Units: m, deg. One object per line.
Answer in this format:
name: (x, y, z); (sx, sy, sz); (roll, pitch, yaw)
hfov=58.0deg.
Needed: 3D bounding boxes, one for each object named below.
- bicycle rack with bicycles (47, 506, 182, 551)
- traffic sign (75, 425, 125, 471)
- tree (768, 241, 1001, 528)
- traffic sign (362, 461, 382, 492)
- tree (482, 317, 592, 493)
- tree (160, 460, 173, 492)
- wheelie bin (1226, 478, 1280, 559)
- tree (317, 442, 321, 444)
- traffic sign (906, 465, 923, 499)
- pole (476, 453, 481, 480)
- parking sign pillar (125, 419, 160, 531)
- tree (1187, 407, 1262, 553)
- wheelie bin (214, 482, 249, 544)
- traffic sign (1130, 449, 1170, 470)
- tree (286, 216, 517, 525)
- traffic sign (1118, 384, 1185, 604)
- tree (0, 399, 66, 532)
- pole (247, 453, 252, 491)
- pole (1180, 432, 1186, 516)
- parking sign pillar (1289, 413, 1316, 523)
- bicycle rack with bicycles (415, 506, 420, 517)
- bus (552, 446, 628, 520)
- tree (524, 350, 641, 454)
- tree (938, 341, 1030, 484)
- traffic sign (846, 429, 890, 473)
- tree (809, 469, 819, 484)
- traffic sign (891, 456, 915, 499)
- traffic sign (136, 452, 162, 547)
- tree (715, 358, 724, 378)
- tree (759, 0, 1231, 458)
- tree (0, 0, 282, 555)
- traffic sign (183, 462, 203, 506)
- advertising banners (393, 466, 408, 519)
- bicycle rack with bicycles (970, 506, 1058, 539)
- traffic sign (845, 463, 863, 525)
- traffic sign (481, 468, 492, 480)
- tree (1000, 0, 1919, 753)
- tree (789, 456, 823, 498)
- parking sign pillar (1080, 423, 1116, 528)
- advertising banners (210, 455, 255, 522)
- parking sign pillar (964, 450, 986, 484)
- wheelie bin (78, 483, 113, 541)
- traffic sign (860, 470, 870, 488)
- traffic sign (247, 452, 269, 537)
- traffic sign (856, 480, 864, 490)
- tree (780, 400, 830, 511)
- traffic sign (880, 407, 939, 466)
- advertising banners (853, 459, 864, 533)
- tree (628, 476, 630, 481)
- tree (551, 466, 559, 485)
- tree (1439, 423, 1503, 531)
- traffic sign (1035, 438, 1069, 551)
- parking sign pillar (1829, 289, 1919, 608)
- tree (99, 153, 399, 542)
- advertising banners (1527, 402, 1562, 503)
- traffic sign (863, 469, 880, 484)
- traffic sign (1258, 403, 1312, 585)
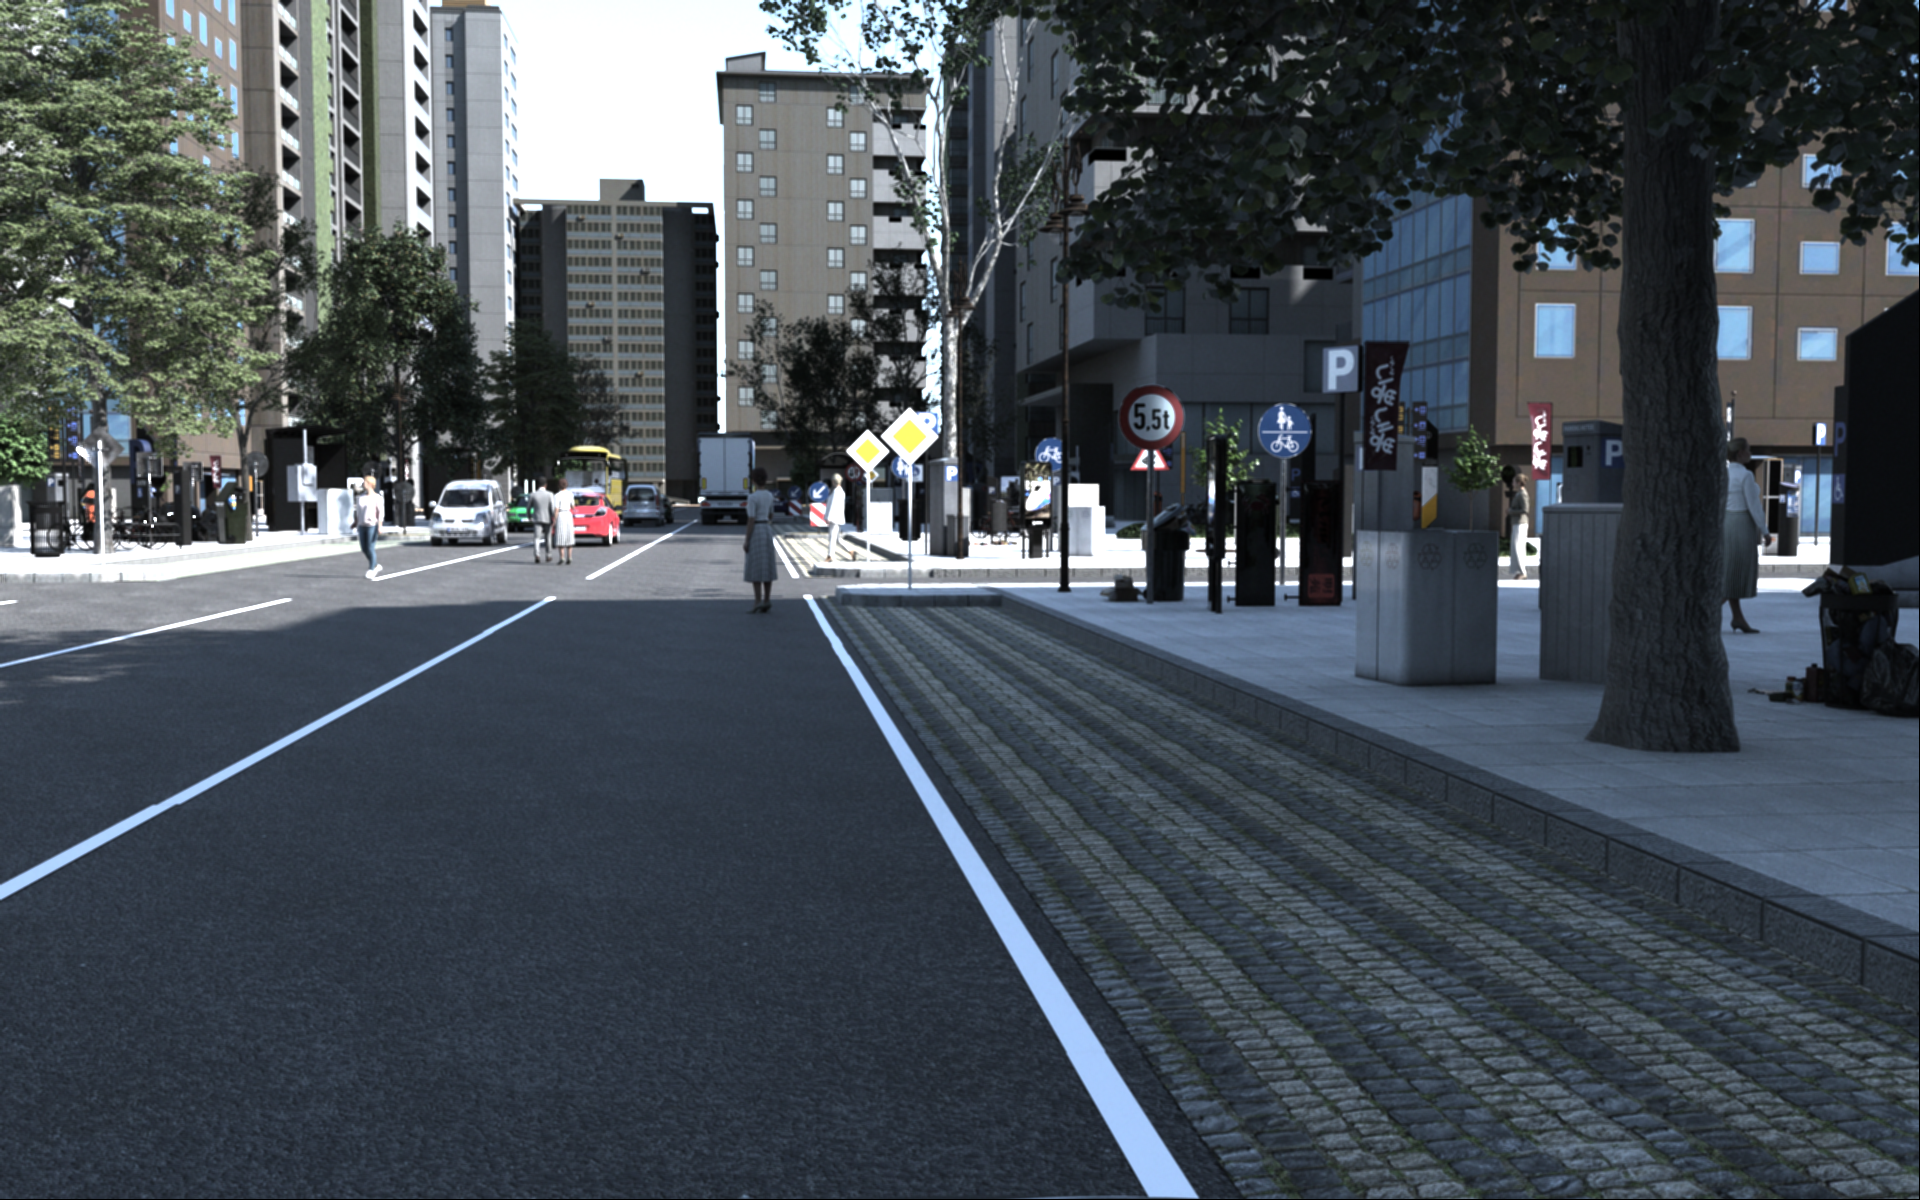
bicycle rack with bicycles: (-19.389, -1.612, 39.733); (2.852, 0.926, 2.925); (3, 5, 42)
traffic sign: (-14.629, -1.669, 29.481); (0.795, 2.593, 0.064); (0, 4, -7)
tree: (-2.645, -7.981, 64.896); (8.767, 10.594, 7.601); (0, 4, 3)
traffic sign: (-22.482, -4.047, 66.275); (0.768, 2.556, 0.104); (0, 4, 1)
tree: (-27.317, -11.817, 111.332); (7.486, 12.596, 7.792); (0, 3, 0)
tree: (-38.454, -5.379, 82.548); (1.663, 3.219, 1.824); (0, 3, 0)
wheelie bin: (5.901, -1.606, 34.167); (0.693, 1.594, 0.980); (-2, 4, -33)
tree: (-32.084, -6.143, 84.145); (4.285, 4.588, 4.351); (0, 3, 0)
traffic sign: (-1.571, -3.527, 59.799); (0.606, 2.300, 0.079); (0, 4, 1)
pole: (-22.594, -5.355, 81.394); (0.158, 3.312, 0.155); (0, 3, 0)
parking sign pillar: (-28.885, -4.459, 61.373); (1.447, 3.967, 1.447); (3, 4, 38)
tree: (5.852, -2.671, 38.269); (1.663, 3.219, 1.824); (0, 3, 0)
wheelie bin: (-18.623, -2.227, 44.316); (0.693, 1.594, 0.980); (-3, 5, -45)
traffic sign: (4.239, -2.369, 38.739); (0.884, 2.594, 0.081); (0, 4, -1)
tree: (-23.313, -9.459, 71.662); (9.611, 12.733, 9.660); (0, 3, 0)
traffic sign: (2.223, -1.229, 20.202); (0.768, 2.556, 0.104); (0, 4, -1)
tree: (-32.388, -4.625, 59.326); (4.285, 4.588, 4.351); (0, 3, 0)
pole: (-35.470, -5.669, 86.528); (0.158, 3.312, 0.155); (0, 3, 0)
pole: (7.318, -3.855, 56.869); (0.158, 3.312, 0.155); (0, 3, 0)
parking sign pillar: (11.338, -4.210, 57.310); (1.447, 3.967, 1.447); (2, 4, 31)
bicycle rack with bicycles: (-31.608, -5.093, 96.658); (2.925, 0.926, 2.852); (-1, 4, -20)
bus: (-19.418, -6.144, 92.004); (2.896, 3.916, 12.252); (0, 4, -6)
tree: (-32.273, -14.438, 146.430); (12.009, 13.543, 11.850); (0, 3, 0)
tree: (1.035, -8.128, 83.262); (4.360, 8.622, 3.978); (0, 3, 0)
traffic sign: (-1.631, -1.766, 31.063); (0.795, 2.593, 0.064); (0, 4, -7)
tree: (-9.169, -7.284, 113.687); (1.663, 3.219, 1.824); (0, 3, 0)
traffic sign: (-1.834, -3.414, 55.922); (0.768, 2.556, 0.104); (0, 4, -6)
traffic sign: (-19.643, -2.439, 42.000); (0.606, 2.300, 0.079); (0, 4, -4)
tree: (-17.046, -19.159, 169.146); (12.611, 20.169, 13.585); (0, 3, 0)
tree: (1.007, -11.604, 45.618); (12.611, 20.169, 13.585); (0, 3, 0)
tree: (-18.653, -7.238, 36.476); (7.486, 12.596, 7.792); (0, 3, 0)
traffic sign: (-24.436, -3.245, 55.192); (0.606, 2.300, 0.079); (0, 4, -2)
advertising banners: (-27.181, -5.360, 83.824); (0.090, 3.025, 2.074); (1, 4, 14)
bicycle rack with bicycles: (1.689, -2.288, 50.788); (2.925, 0.926, 2.852); (0, 4, -3)
traffic sign: (-4.385, -4.383, 71.770); (0.768, 2.556, 0.104); (0, 4, 1)
traffic sign: (-23.580, -5.250, 85.944); (0.768, 2.556, 0.104); (0, 4, 2)
tree: (3.556, -6.223, 8.407); (9.857, 13.997, 8.962); (0, 3, 0)
tree: (-12.267, -9.516, 139.308); (4.285, 4.588, 4.351); (0, 3, 0)
parking sign pillar: (5.217, -4.745, 66.049); (1.447, 3.967, 1.447); (2, 4, 35)
advertising banners: (-32.978, -5.034, 78.490); (2.074, 3.025, 0.090); (0, 4, 6)
parking sign pillar: (0.947, -7.182, 105.900); (1.447, 3.967, 1.447); (-1, 4, -19)
wheelie bin: (-23.683, -2.423, 47.520); (0.693, 1.594, 0.980); (0, 3, 0)
traffic sign: (-4.907, -5.541, 90.709); (0.768, 2.556, 0.104); (0, 4, 2)
traffic sign: (-21.150, -3.176, 52.036); (0.768, 2.556, 0.104); (0, 4, 0)
traffic sign: (-6.064, -6.428, 105.208); (0.768, 2.556, 0.104); (0, 4, -2)
tree: (-11.393, -10.898, 128.538); (4.737, 8.622, 4.395); (0, 3, 0)
traffic sign: (-0.650, -1.281, 23.138); (0.795, 2.593, 0.064); (0, 4, -7)
advertising banners: (-3.389, -3.759, 57.646); (0.090, 3.025, 2.074); (-1, 4, -11)
tree: (-35.713, -11.924, 178.675); (4.285, 4.588, 4.351); (0, 3, 0)
tree: (-29.972, -9.205, 134.223); (4.285, 4.588, 4.351); (0, 3, 0)
tree: (13.857, -3.225, 47.323); (1.663, 3.219, 1.824); (0, 3, 0)
traffic sign: (2.065, -2.387, 39.140); (0.768, 2.556, 0.104); (0, 4, -6)
parking sign pillar: (10.855, -1.930, 20.033); (1.447, 3.967, 1.447); (0, 4, 6)
tree: (-19.249, -6.878, 46.862); (8.767, 10.594, 7.601); (0, 4, -3)
advertising banners: (11.779, -2.263, 33.183); (2.074, 3.025, 0.090); (-1, 4, -12)
traffic sign: (-4.329, -5.221, 85.088); (0.795, 2.593, 0.064); (0, 4, 0)
traffic sign: (4.555, -1.486, 24.403); (0.768, 2.556, 0.104); (0, 4, -5)
